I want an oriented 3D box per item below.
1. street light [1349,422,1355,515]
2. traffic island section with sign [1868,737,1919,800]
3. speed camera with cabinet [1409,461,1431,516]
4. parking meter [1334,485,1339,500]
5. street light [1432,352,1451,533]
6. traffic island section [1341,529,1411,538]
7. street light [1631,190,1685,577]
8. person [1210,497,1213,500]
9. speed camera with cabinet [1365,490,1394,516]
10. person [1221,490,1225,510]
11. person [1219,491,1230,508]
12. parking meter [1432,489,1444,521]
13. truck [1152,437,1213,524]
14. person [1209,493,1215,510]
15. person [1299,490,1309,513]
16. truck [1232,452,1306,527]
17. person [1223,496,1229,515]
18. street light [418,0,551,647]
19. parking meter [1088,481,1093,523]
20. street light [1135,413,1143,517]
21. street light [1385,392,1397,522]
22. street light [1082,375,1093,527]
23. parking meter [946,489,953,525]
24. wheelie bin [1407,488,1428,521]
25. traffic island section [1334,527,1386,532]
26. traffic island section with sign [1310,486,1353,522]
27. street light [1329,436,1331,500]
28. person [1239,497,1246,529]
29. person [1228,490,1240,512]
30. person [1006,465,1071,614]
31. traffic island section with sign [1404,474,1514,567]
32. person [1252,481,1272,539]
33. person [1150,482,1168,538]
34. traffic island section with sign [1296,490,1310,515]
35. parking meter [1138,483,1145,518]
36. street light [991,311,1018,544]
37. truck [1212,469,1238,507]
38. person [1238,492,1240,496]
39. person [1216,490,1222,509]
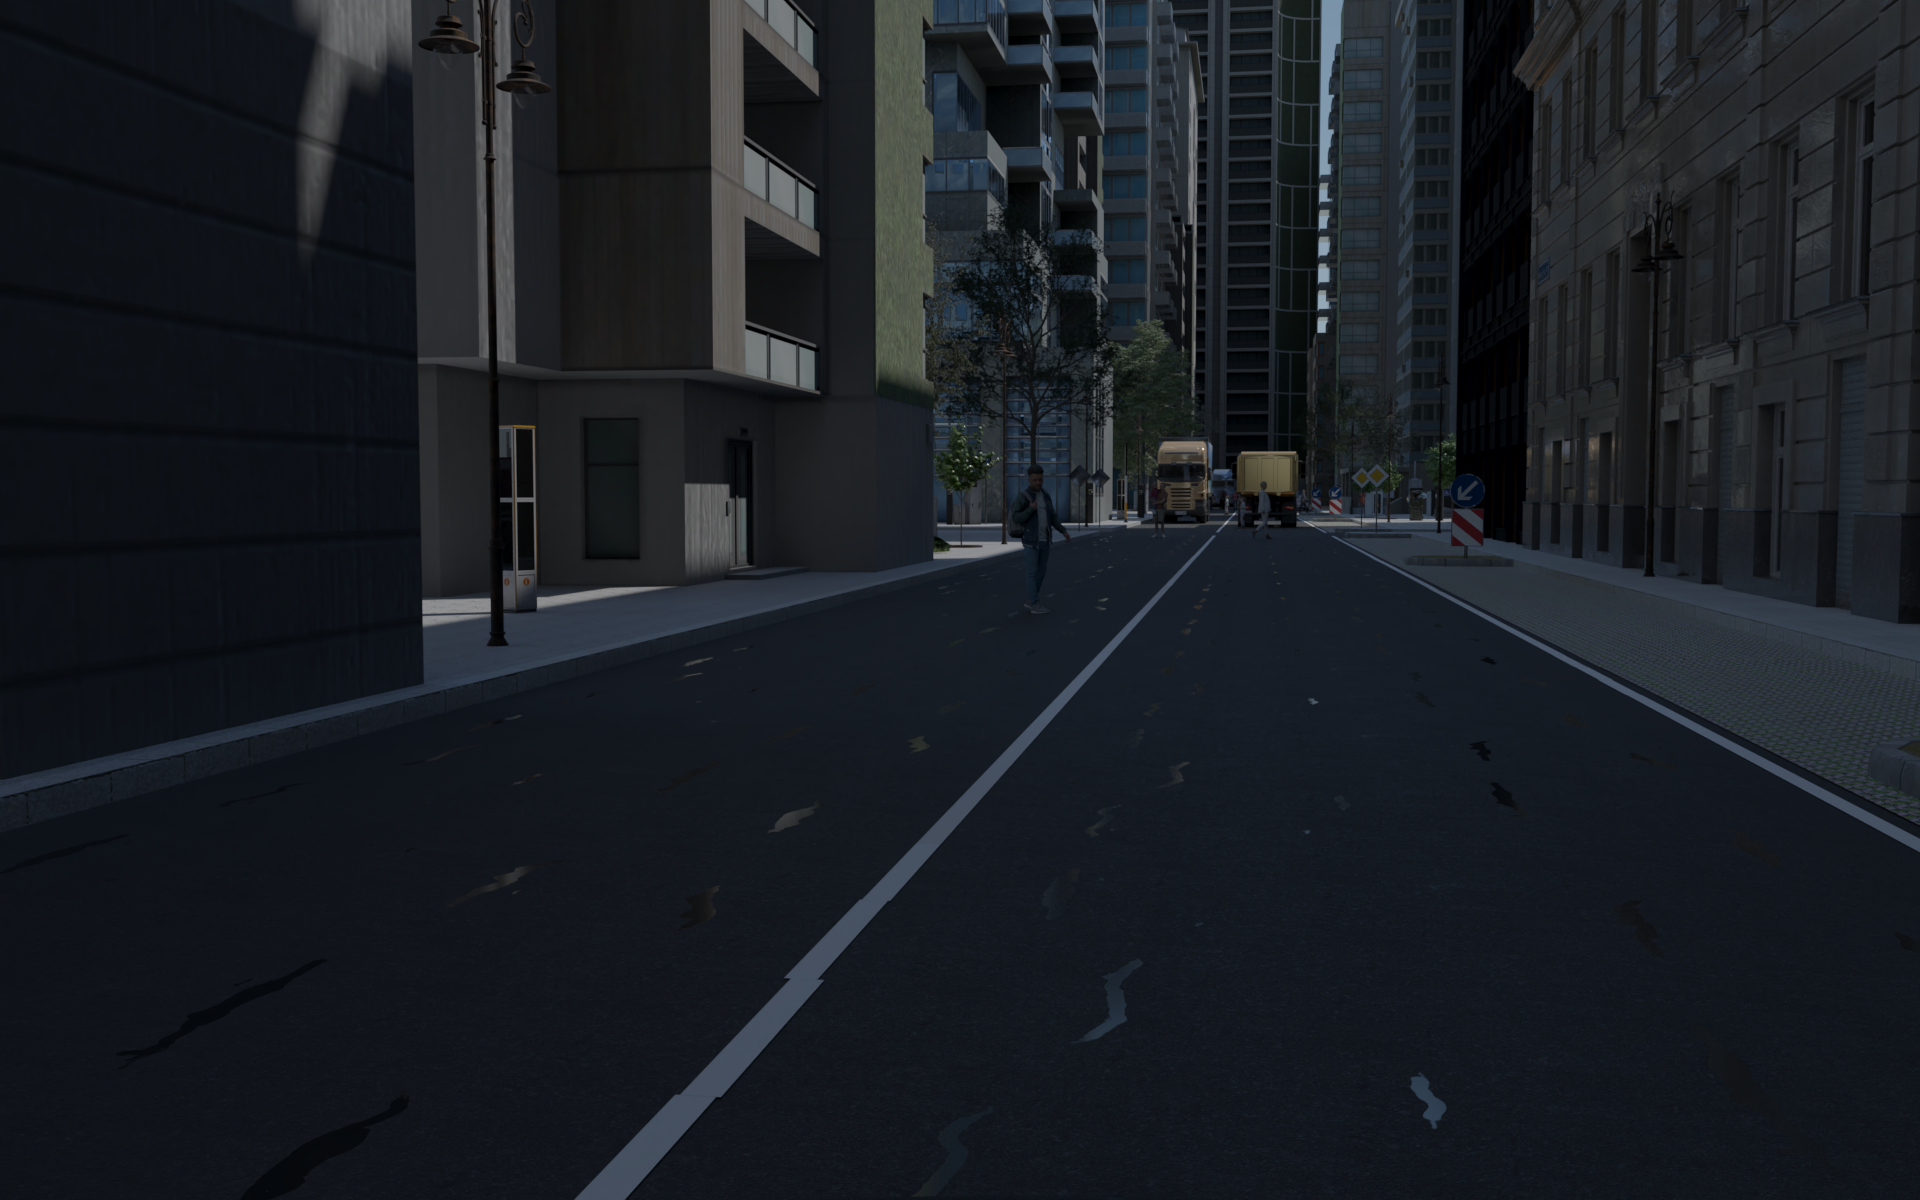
[{"bbox_3d":[24.570,-8.298,108.456,0.468,5.910,1.993,1,4,10],"label":"street light"},{"bbox_3d":[5.487,0.033,8.091,1.989,1.847,2.006,1,4,10],"label":"traffic island section with sign"},{"bbox_3d":[27.798,-6.652,103.102,2.038,3.252,0.660,2,4,26],"label":"speed camera with cabinet"},{"bbox_3d":[25.112,-6.712,115.451,0.255,1.863,0.399,0,4,5],"label":"parking meter"},{"bbox_3d":[15.662,-5.118,56.464,0.468,5.910,1.993,1,4,10],"label":"street light"},{"bbox_3d":[13.782,-2.140,57.262,2.009,0.180,2.903,1,4,10],"label":"traffic island section"},{"bbox_3d":[10.709,-3.299,26.729,0.468,5.910,1.993,1,4,10],"label":"street light"},{"bbox_3d":[21.265,-8.499,148.240,0.721,1.735,1.217,3,5,44],"label":"person"},{"bbox_3d":[24.829,-6.611,102.426,2.038,3.252,0.660,-3,4,-38],"label":"speed camera with cabinet"},{"bbox_3d":[24.345,-9.280,160.366,0.705,1.807,1.348,0,4,1],"label":"person"},{"bbox_3d":[24.817,-9.364,162.322,1.217,1.743,0.721,3,4,37],"label":"person"},{"bbox_3d":[22.985,-4.563,83.018,0.372,1.533,0.369,0,3,0],"label":"parking meter"},{"bbox_3d":[11.391,-6.038,87.629,2.839,4.237,11.283,1,4,10],"label":"truck"},{"bbox_3d":[22.811,-9.131,157.802,1.348,1.822,0.705,-3,5,-40],"label":"person"},{"bbox_3d":[26.123,-7.495,131.448,0.834,1.777,0.661,2,4,27],"label":"person"},{"bbox_3d":[13.877,-5.020,77.996,3.469,3.379,9.791,1,4,10],"label":"truck"},{"bbox_3d":[18.407,-6.540,119.705,0.394,1.301,0.425,0,4,6],"label":"person"},{"bbox_3d":[-3.912,-2.550,14.475,0.468,5.910,1.993,1,4,10],"label":"street light"},{"bbox_3d":[5.689,-4.280,75.684,0.255,1.863,0.399,0,4,1],"label":"parking meter"},{"bbox_3d":[9.947,-7.564,96.461,0.468,5.910,1.993,1,4,10],"label":"street light"},{"bbox_3d":[19.577,-6.490,78.902,0.468,5.910,1.993,1,4,10],"label":"street light"},{"bbox_3d":[4.901,-5.761,66.974,0.468,5.910,1.993,1,4,10],"label":"street light"},{"bbox_3d":[-0.431,-4.088,72.543,0.255,1.863,0.399,0,4,3],"label":"parking meter"},{"bbox_3d":[22.023,-4.621,83.456,0.980,1.594,0.693,1,4,17],"label":"wheelie bin"},{"bbox_3d":[15.114,-2.621,65.136,2.009,0.180,2.903,1,4,10],"label":"traffic island section"},{"bbox_3d":[19.234,-4.940,89.389,1.989,1.847,2.006,1,4,10],"label":"traffic island section with sign"},{"bbox_3d":[29.584,-10.132,138.439,0.468,5.910,1.993,1,4,10],"label":"street light"},{"bbox_3d":[11.713,-3.616,71.899,0.394,1.301,0.425,-1,4,-17],"label":"person"},{"bbox_3d":[22.634,-8.136,142.237,1.217,1.743,0.721,0,4,4],"label":"person"},{"bbox_3d":[0.908,-0.732,20.822,0.721,1.781,0.623,3,5,39],"label":"person"},{"bbox_3d":[10.028,-1.610,34.952,1.989,1.847,2.006,1,4,10],"label":"traffic island section with sign"},{"bbox_3d":[9.579,-2.848,54.940,0.818,1.842,0.514,-1,4,-17],"label":"person"},{"bbox_3d":[6.534,-2.976,57.128,0.580,1.828,0.573,-1,4,-12],"label":"person"},{"bbox_3d":[23.767,-6.580,116.208,1.989,1.847,2.006,1,4,10],"label":"traffic island section with sign"},{"bbox_3d":[9.756,-5.348,93.155,0.255,1.863,0.399,1,4,23],"label":"parking meter"},{"bbox_3d":[1.128,-4.353,43.963,0.468,5.910,1.993,1,4,10],"label":"street light"},{"bbox_3d":[29.968,-12.555,195.033,2.967,4.110,18.799,1,4,11],"label":"truck"},{"bbox_3d":[24.088,-8.531,148.702,0.721,1.735,1.217,1,4,9],"label":"person"},{"bbox_3d":[25.268,-9.727,167.544,0.705,1.823,1.348,-3,5,-42],"label":"person"}]
